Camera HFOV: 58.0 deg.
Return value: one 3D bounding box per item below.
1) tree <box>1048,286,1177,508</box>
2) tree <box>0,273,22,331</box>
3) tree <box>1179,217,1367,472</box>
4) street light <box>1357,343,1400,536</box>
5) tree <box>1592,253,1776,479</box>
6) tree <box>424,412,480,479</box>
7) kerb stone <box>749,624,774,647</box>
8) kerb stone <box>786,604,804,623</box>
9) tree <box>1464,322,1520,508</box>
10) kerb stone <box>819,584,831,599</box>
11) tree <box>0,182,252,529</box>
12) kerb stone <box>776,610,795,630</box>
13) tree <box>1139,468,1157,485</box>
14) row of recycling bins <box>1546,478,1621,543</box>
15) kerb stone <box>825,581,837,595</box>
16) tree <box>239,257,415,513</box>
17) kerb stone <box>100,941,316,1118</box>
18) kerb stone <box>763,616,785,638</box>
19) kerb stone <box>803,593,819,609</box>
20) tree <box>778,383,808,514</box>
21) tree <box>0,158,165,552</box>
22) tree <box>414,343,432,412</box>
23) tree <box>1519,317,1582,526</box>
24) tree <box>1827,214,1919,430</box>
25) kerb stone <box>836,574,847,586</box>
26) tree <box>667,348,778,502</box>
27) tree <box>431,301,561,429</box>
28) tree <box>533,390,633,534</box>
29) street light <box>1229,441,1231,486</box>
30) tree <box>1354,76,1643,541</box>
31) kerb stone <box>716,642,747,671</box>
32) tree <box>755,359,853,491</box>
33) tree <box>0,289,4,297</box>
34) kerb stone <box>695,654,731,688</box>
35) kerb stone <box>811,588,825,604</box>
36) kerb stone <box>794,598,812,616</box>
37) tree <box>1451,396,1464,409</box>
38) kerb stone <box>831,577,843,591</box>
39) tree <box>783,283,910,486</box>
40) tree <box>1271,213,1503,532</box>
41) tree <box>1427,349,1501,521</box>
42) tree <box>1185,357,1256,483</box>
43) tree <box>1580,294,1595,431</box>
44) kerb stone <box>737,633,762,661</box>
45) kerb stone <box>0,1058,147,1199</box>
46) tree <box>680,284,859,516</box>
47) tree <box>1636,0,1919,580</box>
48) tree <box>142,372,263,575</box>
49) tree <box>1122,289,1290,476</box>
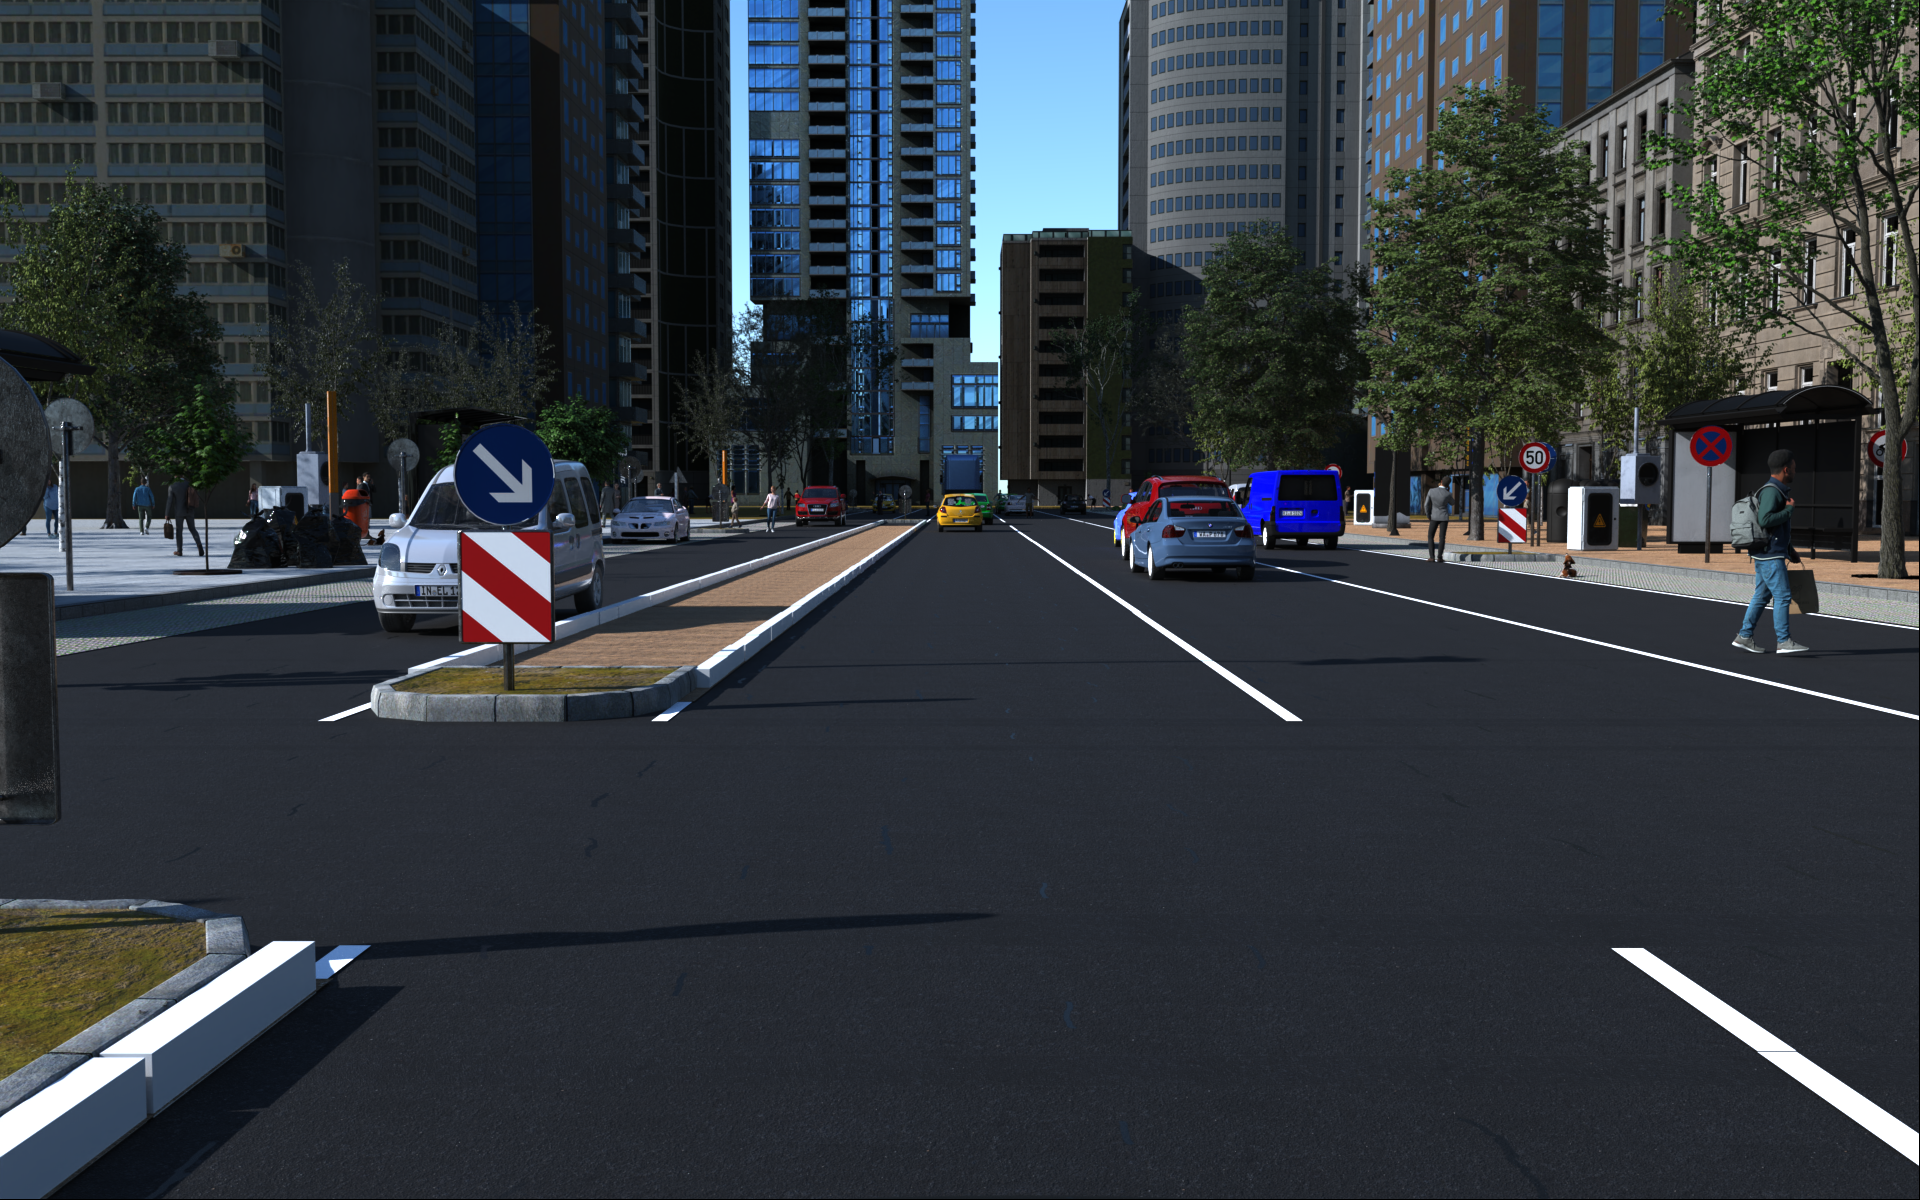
[{"bbox_3d":[14.062,-18.569,159.494,12.611,20.169,13.585,0,3,0],"label":"tree"},{"bbox_3d":[-20.834,-5.097,33.702,4.360,8.622,3.978,0,3,0],"label":"tree"},{"bbox_3d":[14.519,-10.588,79.771,9.857,13.997,8.962,0,3,0],"label":"tree"},{"bbox_3d":[12.916,-4.948,53.449,1.470,5.913,1.316,0,4,0],"label":"street light"},{"bbox_3d":[21.865,-6.214,51.964,4.737,8.622,4.395,0,3,0],"label":"tree"},{"bbox_3d":[-11.864,-2.823,40.758,1.663,3.219,1.824,0,3,0],"label":"tree"},{"bbox_3d":[-1.893,0.361,16.295,0.120,0.150,1.000,0,4,0],"label":"kerb stone"},{"bbox_3d":[-1.879,0.176,19.380,0.120,0.150,1.000,0,4,0],"label":"kerb stone"},{"bbox_3d":[23.123,-7.280,69.394,4.737,8.622,4.395,0,3,0],"label":"tree"},{"bbox_3d":[-1.879,-0.078,23.480,0.120,0.150,1.000,0,4,0],"label":"kerb stone"},{"bbox_3d":[-31.315,-8.993,64.051,9.611,12.733,9.660,0,3,0],"label":"tree"},{"bbox_3d":[-1.889,0.237,18.358,0.120,0.150,1.000,0,4,0],"label":"kerb stone"},{"bbox_3d":[14.204,-8.252,129.515,1.663,3.219,1.824,0,3,0],"label":"tree"},{"bbox_3d":[17.073,-2.424,46.752,3.534,1.692,1.069,-3,5,-40],"label":"row of recycling bins"},{"bbox_3d":[-1.872,-0.140,24.503,0.120,0.150,1.000,0,4,0],"label":"kerb stone"},{"bbox_3d":[-19.459,-6.279,53.028,4.360,8.622,3.978,0,3,0],"label":"tree"},{"bbox_3d":[-1.911,1.084,4.473,0.120,0.150,1.000,0,4,0],"label":"kerb stone"},{"bbox_3d":[-1.889,0.298,17.329,0.120,0.150,1.000,0,4,0],"label":"kerb stone"},{"bbox_3d":[-1.882,0.047,21.434,0.120,0.150,1.000,0,4,0],"label":"kerb stone"},{"bbox_3d":[-11.507,-9.749,109.757,4.360,8.622,3.978,0,3,0],"label":"tree"},{"bbox_3d":[-20.053,-5.400,38.648,4.737,8.622,4.395,0,3,0],"label":"tree"},{"bbox_3d":[-20.705,-7.474,72.569,4.360,8.622,3.978,0,3,0],"label":"tree"},{"bbox_3d":[23.423,-6.842,62.233,4.737,8.622,4.395,0,3,0],"label":"tree"},{"bbox_3d":[24.582,-5.718,43.850,4.737,8.622,4.395,0,3,0],"label":"tree"},{"bbox_3d":[-1.868,-0.266,26.550,0.120,0.150,1.000,0,4,0],"label":"kerb stone"},{"bbox_3d":[-12.252,-8.338,86.693,4.360,8.622,3.978,0,3,0],"label":"tree"},{"bbox_3d":[-16.950,-7.018,65.114,4.360,8.622,3.978,0,3,0],"label":"tree"},{"bbox_3d":[-12.058,-4.352,54.865,4.285,4.588,4.351,0,3,0],"label":"tree"},{"bbox_3d":[13.054,-7.008,87.127,1.470,5.913,1.316,0,4,0],"label":"street light"},{"bbox_3d":[14.750,-7.922,47.654,7.486,12.596,7.792,0,3,0],"label":"tree"},{"bbox_3d":[-1.900,0.486,14.248,0.120,0.150,1.000,0,4,0],"label":"kerb stone"},{"bbox_3d":[-11.981,-12.659,132.730,9.928,11.665,9.643,0,3,0],"label":"tree"},{"bbox_3d":[-26.962,-7.074,41.418,9.928,11.665,9.643,0,3,0],"label":"tree"},{"bbox_3d":[-1.898,0.551,13.223,0.120,0.150,1.000,0,4,0],"label":"kerb stone"},{"bbox_3d":[-1.882,-0.015,22.458,0.120,0.150,1.000,0,4,0],"label":"kerb stone"},{"bbox_3d":[-1.881,0.109,20.412,0.120,0.150,1.000,0,4,0],"label":"kerb stone"},{"bbox_3d":[23.541,-7.622,74.977,4.737,8.622,4.395,0,3,0],"label":"tree"},{"bbox_3d":[-1.862,-0.201,25.528,0.120,0.150,1.000,0,4,0],"label":"kerb stone"},{"bbox_3d":[-10.839,-18.206,153.558,12.611,20.169,13.585,0,3,0],"label":"tree"},{"bbox_3d":[14.603,-7.592,58.548,8.767,10.594,7.601,1,4,18],"label":"tree"},{"bbox_3d":[24.147,-8.116,83.060,4.360,8.622,3.978,0,3,0],"label":"tree"},{"bbox_3d":[13.921,-8.624,91.368,4.737,8.622,4.395,0,3,0],"label":"tree"},{"bbox_3d":[23.608,-6.505,56.718,4.737,8.622,4.395,0,3,0],"label":"tree"},{"bbox_3d":[-1.888,0.427,15.271,0.120,0.150,1.000,0,4,0],"label":"kerb stone"},{"bbox_3d":[-1.918,1.148,3.451,0.120,0.150,1.000,0,4,0],"label":"kerb stone"},{"bbox_3d":[-10.971,-11.639,100.673,12.009,13.543,11.850,0,3,0],"label":"tree"},{"bbox_3d":[14.328,-6.141,26.166,9.928,11.665,9.643,0,3,0],"label":"tree"},{"bbox_3d":[-12.233,-2.026,27.729,1.663,3.219,1.824,0,3,0],"label":"tree"},{"bbox_3d":[14.614,-11.689,101.481,12.009,13.543,11.850,0,3,0],"label":"tree"}]
